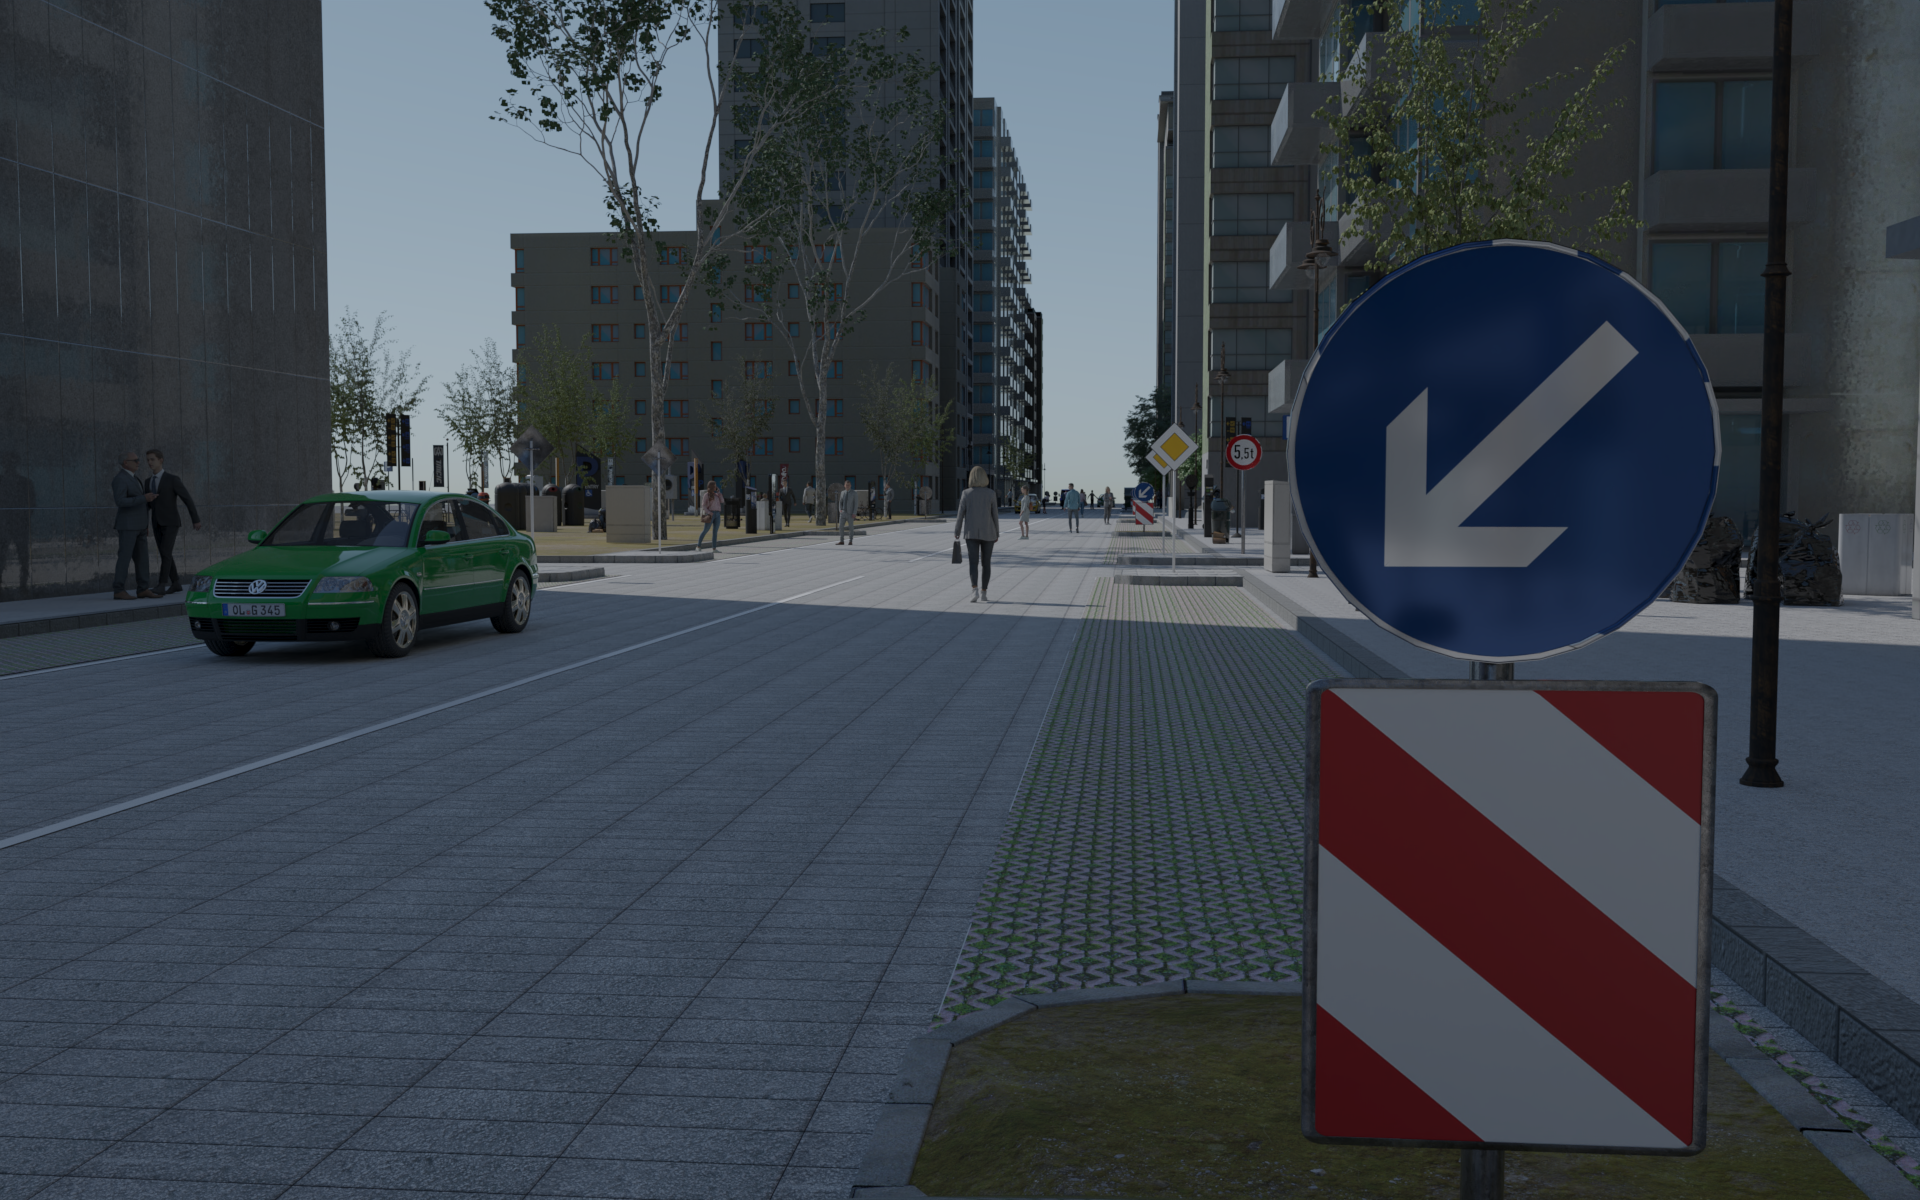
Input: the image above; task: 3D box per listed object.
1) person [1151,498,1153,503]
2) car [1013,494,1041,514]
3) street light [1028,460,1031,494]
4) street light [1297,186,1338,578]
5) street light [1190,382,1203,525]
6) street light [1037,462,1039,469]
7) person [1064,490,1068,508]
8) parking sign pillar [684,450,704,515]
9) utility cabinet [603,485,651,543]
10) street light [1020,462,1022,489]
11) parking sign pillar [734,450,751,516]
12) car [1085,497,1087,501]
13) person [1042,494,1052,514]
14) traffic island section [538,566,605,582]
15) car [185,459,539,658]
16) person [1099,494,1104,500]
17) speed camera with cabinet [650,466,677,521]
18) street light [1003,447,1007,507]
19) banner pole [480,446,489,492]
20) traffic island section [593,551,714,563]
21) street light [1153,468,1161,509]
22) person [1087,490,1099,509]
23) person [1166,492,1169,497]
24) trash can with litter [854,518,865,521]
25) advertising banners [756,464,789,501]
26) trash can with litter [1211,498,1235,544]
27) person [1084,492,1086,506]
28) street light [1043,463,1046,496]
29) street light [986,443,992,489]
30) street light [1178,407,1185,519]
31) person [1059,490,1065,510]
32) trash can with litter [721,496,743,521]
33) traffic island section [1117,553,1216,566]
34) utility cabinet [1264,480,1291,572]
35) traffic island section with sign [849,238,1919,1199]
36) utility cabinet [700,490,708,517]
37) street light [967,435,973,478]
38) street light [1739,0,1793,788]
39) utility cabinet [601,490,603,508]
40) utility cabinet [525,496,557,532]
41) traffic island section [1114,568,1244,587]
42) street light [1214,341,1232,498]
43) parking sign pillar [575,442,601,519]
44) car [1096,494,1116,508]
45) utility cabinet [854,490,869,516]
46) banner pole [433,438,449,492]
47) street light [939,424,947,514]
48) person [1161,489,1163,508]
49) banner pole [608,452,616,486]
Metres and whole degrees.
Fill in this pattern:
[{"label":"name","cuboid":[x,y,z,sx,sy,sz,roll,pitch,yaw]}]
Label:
[{"label":"person","cuboid":[25.750,-13.835,233.031,0.721,1.735,1.217,1,4,15]},{"label":"car","cuboid":[4.952,-7.128,126.758,2.015,1.641,3.980,0,4,7]},{"label":"street light","cuboid":[8.668,-14.847,215.542,0.468,5.910,1.993,0,4,5]},{"label":"street light","cuboid":[5.418,-3.279,26.404,0.468,5.910,1.993,0,4,5]},{"label":"street light","cuboid":[9.785,-6.056,71.800,0.468,5.910,1.993,0,4,5]},{"label":"street light","cuboid":[10.576,-16.020,234.721,0.468,5.910,1.993,0,4,5]},{"label":"person","cuboid":[10.692,-10.145,174.231,0.709,1.838,0.599,0,4,2]},{"label":"parking sign pillar","cuboid":[-15.942,-7.098,104.532,1.447,3.967,1.447,-3,4,-36]},{"label":"utility cabinet","cuboid":[-8.586,-2.213,44.861,1.173,1.500,0.318,1,4,23]},{"label":"street light","cuboid":[7.005,-13.688,196.584,0.468,5.910,1.993,0,4,5]},{"label":"parking sign pillar","cuboid":[-12.770,-6.944,102.008,1.447,3.967,1.447,1,4,16]},{"label":"car","cuboid":[17.917,-15.170,257.810,2.009,1.686,4.222,0,4,7]},{"label":"person","cuboid":[6.278,-6.963,125.529,0.628,1.438,0.799,1,4,19]},{"label":"traffic island section","cuboid":[-7.260,-0.431,29.321,2.009,0.180,2.903,0,4,5]},{"label":"car","cuboid":[-5.567,-0.479,16.620,1.959,1.807,4.718,0,4,7]},{"label":"person","cuboid":[12.440,-8.491,147.323,1.348,1.824,0.705,-1,4,-22]},{"label":"speed camera with cabinet","cuboid":[-14.724,-5.459,83.588,2.038,3.252,0.660,1,4,9]},{"label":"street light","cuboid":[4.398,-12.139,171.260,0.468,5.910,1.993,0,4,5]},{"label":"banner pole","cuboid":[-24.577,-6.087,89.534,0.863,3.779,0.401,3,5,44]},{"label":"traffic island section","cuboid":[-6.493,-0.917,37.270,2.009,0.180,2.903,0,4,5]},{"label":"street light","cuboid":[18.945,-11.918,167.641,0.468,5.910,1.993,0,4,5]},{"label":"person","cuboid":[12.460,-9.448,162.984,1.348,1.823,0.705,3,5,45]},{"label":"person","cuboid":[21.833,-10.700,180.857,0.709,1.838,0.599,-2,4,-34]},{"label":"trash can with litter","cuboid":[-5.372,-4.395,82.914,1.678,1.210,2.233,0,4,7]},{"label":"advertising banners","cuboid":[-10.839,-6.315,99.432,2.074,3.025,0.090,0,4,4]},{"label":"trash can with litter","cuboid":[6.803,-2.046,44.845,0.624,1.170,1.055,1,4,9]},{"label":"person","cuboid":[15.075,-12.356,211.322,0.742,1.727,0.445,-1,4,-11]},{"label":"street light","cuboid":[12.397,-17.195,253.917,0.468,5.910,1.993,0,4,5]},{"label":"street light","cuboid":[2.570,-10.980,152.318,0.468,5.910,1.993,0,4,5]},{"label":"street light","cuboid":[11.551,-7.215,90.749,0.468,5.910,1.993,0,4,5]},{"label":"person","cuboid":[9.493,-9.284,160.279,0.705,1.826,1.348,1,4,23]},{"label":"trash can with litter","cuboid":[-11.050,-4.433,83.538,1.678,1.210,2.233,0,4,-7]},{"label":"traffic island section","cuboid":[4.298,-0.853,36.228,2.009,0.180,2.903,0,4,5]},{"label":"utility cabinet","cuboid":[5.260,-1.221,28.648,0.318,1.500,1.173,0,4,4]},{"label":"traffic island section with sign","cuboid":[0.816,0.314,3.500,1.989,1.847,2.006,0,4,5]},{"label":"utility cabinet","cuboid":[-14.009,-5.282,95.041,0.318,1.500,1.173,-1,4,-20]},{"label":"street light","cuboid":[0.756,-9.822,133.374,0.468,5.910,1.993,0,4,5]},{"label":"street light","cuboid":[3.538,-2.121,7.466,0.468,5.910,1.993,0,4,5]},{"label":"utility cabinet","cuboid":[-21.149,-5.634,100.796,1.173,1.500,0.318,-2,4,-25]},{"label":"utility cabinet","cuboid":[-14.180,-2.907,58.696,1.020,1.237,0.306,1,4,12]},{"label":"traffic island section","cuboid":[3.531,-0.367,28.279,2.009,0.180,2.903,0,4,5]},{"label":"street light","cuboid":[7.952,-4.877,52.531,0.468,5.910,1.993,0,4,5]},{"label":"parking sign pillar","cuboid":[-19.377,-6.229,90.315,1.447,3.967,1.447,-1,4,-13]},{"label":"car","cuboid":[15.547,-10.550,184.282,2.131,1.459,4.920,0,4,7]},{"label":"utility cabinet","cuboid":[-5.452,-5.539,99.248,1.173,1.500,0.318,-2,4,-31]},{"label":"banner pole","cuboid":[-23.135,-5.348,77.464,0.863,3.779,0.401,-1,4,-17]},{"label":"street light","cuboid":[-1.142,-8.623,113.777,0.468,5.910,1.993,0,4,5]},{"label":"person","cuboid":[18.139,-9.088,155.358,0.721,1.743,1.217,1,4,14]},{"label":"banner pole","cuboid":[-20.694,-6.923,103.214,0.863,3.779,0.401,2,4,34]}]
